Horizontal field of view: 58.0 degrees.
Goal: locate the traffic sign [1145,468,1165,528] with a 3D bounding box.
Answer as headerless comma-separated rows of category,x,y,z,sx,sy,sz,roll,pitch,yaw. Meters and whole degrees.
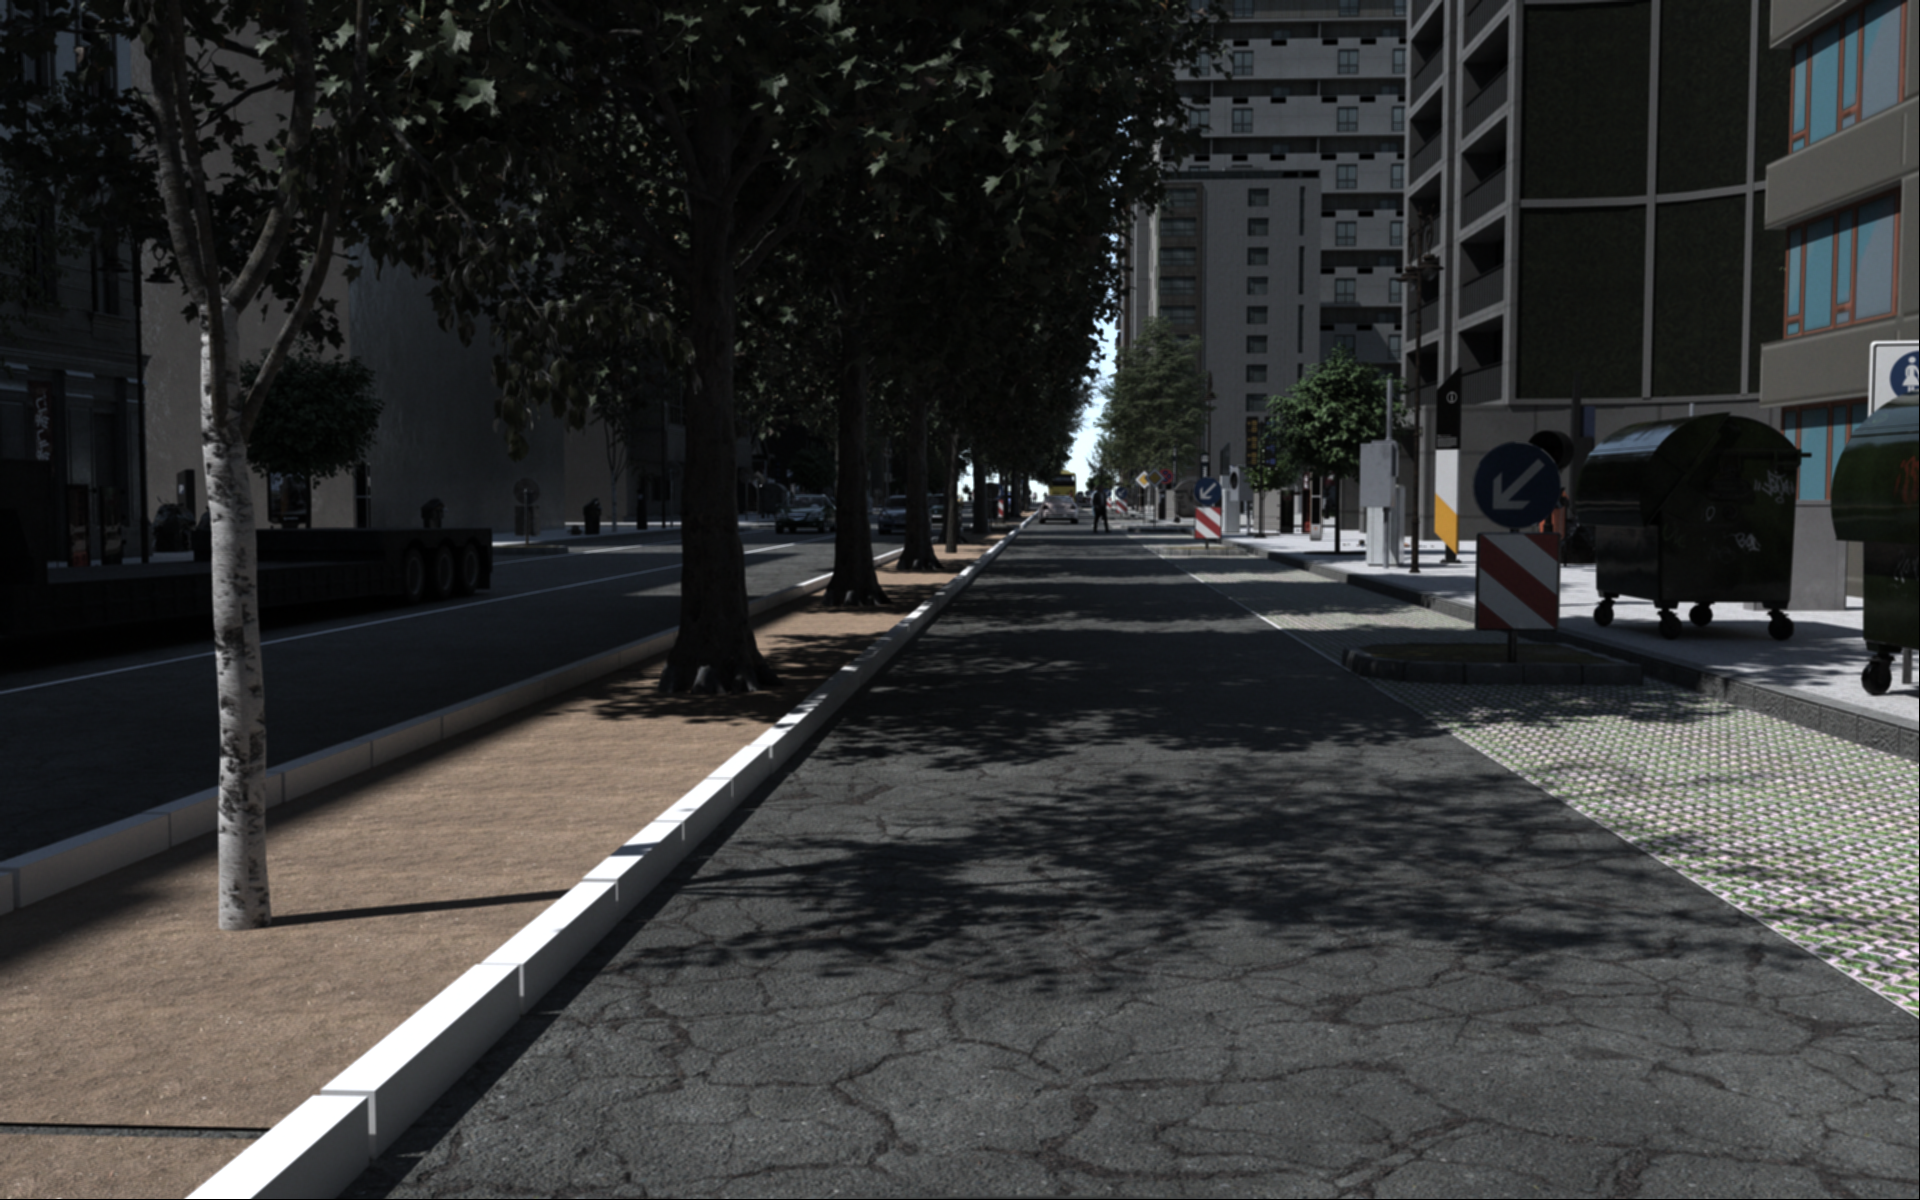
traffic sign,7.346,-3.775,65.360,0.795,2.450,0.064,0,4,3

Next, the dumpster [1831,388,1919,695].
dumpster,6.300,-0.470,10.176,1.502,2.255,1.985,0,4,3

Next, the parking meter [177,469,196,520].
parking meter,-18.409,-2.171,41.215,0.399,1.863,0.255,2,4,32

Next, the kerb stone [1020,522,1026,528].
kerb stone,2.616,-3.132,73.411,0.120,0.150,1.000,0,4,3

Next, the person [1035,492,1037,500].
person,13.222,-17.720,299.014,0.721,1.735,1.217,0,4,-6

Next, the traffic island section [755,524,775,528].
traffic island section,-8.695,-3.184,74.342,2.009,0.180,2.903,0,4,3

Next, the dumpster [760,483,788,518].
dumpster,-9.876,-5.274,91.986,1.264,1.857,1.865,0,4,3

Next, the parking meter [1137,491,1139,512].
parking meter,13.120,-7.252,126.979,0.372,1.533,0.369,0,3,0

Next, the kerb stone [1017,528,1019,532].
kerb stone,1.952,-2.411,61.612,0.120,0.150,1.000,0,4,3

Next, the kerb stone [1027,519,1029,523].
kerb stone,3.015,-3.570,80.570,0.120,0.150,1.000,0,4,3

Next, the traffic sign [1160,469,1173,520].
traffic sign,10.308,-5.312,86.949,0.768,2.556,0.104,1,4,10

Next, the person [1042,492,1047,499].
person,13.215,-15.850,267.658,1.348,1.822,0.705,-1,4,-11

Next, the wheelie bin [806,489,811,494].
wheelie bin,-9.105,-5.750,101.927,0.693,1.594,0.980,1,4,19

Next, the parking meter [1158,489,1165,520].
parking meter,10.207,-4.830,87.384,0.372,1.533,0.369,0,3,0

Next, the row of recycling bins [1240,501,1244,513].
row of recycling bins,17.882,-6.794,118.201,1.069,1.692,3.534,-3,5,-44

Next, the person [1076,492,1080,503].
person,17.966,-15.574,263.796,0.551,1.740,0.621,-1,4,-14

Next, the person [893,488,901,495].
person,-5.135,-8.152,141.153,0.474,1.900,0.648,2,4,31

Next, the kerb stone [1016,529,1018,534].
kerb stone,1.830,-2.285,59.560,0.120,0.150,1.000,0,4,3

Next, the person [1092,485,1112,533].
person,5.238,-3.370,63.995,0.661,1.777,0.834,-3,4,-38

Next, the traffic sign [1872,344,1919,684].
traffic sign,6.396,-0.581,11.629,0.606,2.300,0.079,1,4,10

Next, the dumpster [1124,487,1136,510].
dumpster,13.919,-8.399,143.082,1.264,1.857,1.865,0,4,3

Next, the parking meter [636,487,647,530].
parking meter,-11.469,-3.304,62.439,0.372,1.533,0.369,0,3,0

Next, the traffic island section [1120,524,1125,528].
traffic island section,7.820,-3.127,73.409,2.009,0.180,2.903,0,4,3

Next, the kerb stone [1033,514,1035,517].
kerb stone,4.062,-4.696,98.976,0.120,0.150,1.000,0,4,3

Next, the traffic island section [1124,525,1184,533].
traffic island section,7.370,-2.639,65.436,2.009,0.180,2.903,0,4,3

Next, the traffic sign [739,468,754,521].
traffic sign,-10.275,-5.088,83.299,0.768,2.556,0.104,1,4,10

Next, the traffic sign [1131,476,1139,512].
traffic sign,12.387,-7.420,121.416,0.768,2.556,0.104,1,4,9

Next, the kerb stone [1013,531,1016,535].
kerb stone,1.662,-2.096,56.494,0.120,0.150,1.000,0,4,3

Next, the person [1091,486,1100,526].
person,6.032,-4.166,76.872,0.793,1.790,0.793,-1,4,-18

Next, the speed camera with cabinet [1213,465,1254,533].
speed camera with cabinet,8.910,-3.801,56.486,0.660,3.252,2.038,-1,4,-15

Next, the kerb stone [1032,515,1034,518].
kerb stone,3.889,-4.508,95.907,0.120,0.150,1.000,0,4,3

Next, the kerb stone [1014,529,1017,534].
kerb stone,1.778,-2.223,58.535,0.120,0.150,1.000,0,4,3

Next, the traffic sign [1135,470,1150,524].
traffic sign,7.796,-4.262,73.333,0.795,2.450,0.064,0,4,3

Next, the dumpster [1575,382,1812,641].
dumpster,6.709,-0.823,15.952,1.502,2.255,1.985,0,4,3

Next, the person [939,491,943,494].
person,-2.141,-11.143,190.788,1.348,1.812,0.705,1,4,17

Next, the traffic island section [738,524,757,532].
traffic island section,-9.145,-2.697,66.370,2.009,0.180,2.903,0,4,3

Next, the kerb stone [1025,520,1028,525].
kerb stone,2.901,-3.445,78.529,0.120,0.150,1.000,0,4,3

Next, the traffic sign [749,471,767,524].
traffic sign,-8.671,-4.320,74.279,0.795,2.450,0.064,0,4,3

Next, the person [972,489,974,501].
person,1.028,-6.743,118.762,0.388,1.821,0.555,0,4,2

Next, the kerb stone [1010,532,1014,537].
kerb stone,1.547,-1.973,54.446,0.120,0.150,1.000,0,4,3

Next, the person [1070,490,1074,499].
person,10.660,-9.591,165.246,0.705,1.831,1.348,1,4,12

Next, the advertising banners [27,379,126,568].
advertising banners,-13.999,-1.914,27.489,0.090,3.025,2.074,1,4,12

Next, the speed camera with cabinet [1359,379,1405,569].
speed camera with cabinet,7.470,-2.219,30.611,0.660,3.252,2.038,1,4,21

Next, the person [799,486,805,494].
person,-7.732,-4.705,85.441,0.388,1.821,0.555,1,4,21

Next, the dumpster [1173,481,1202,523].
dumpster,10.161,-4.354,76.954,1.264,1.857,1.865,0,4,3

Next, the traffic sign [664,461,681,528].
traffic sign,-11.047,-4.048,66.283,0.768,2.556,0.104,1,4,9

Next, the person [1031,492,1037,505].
person,10.096,-13.906,236.795,0.756,1.711,0.436,1,4,18

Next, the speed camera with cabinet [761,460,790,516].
speed camera with cabinet,-10.692,-6.486,100.389,2.038,3.252,0.660,3,5,45

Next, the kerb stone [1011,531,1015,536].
kerb stone,1.607,-2.029,55.473,0.120,0.150,1.000,0,4,3
